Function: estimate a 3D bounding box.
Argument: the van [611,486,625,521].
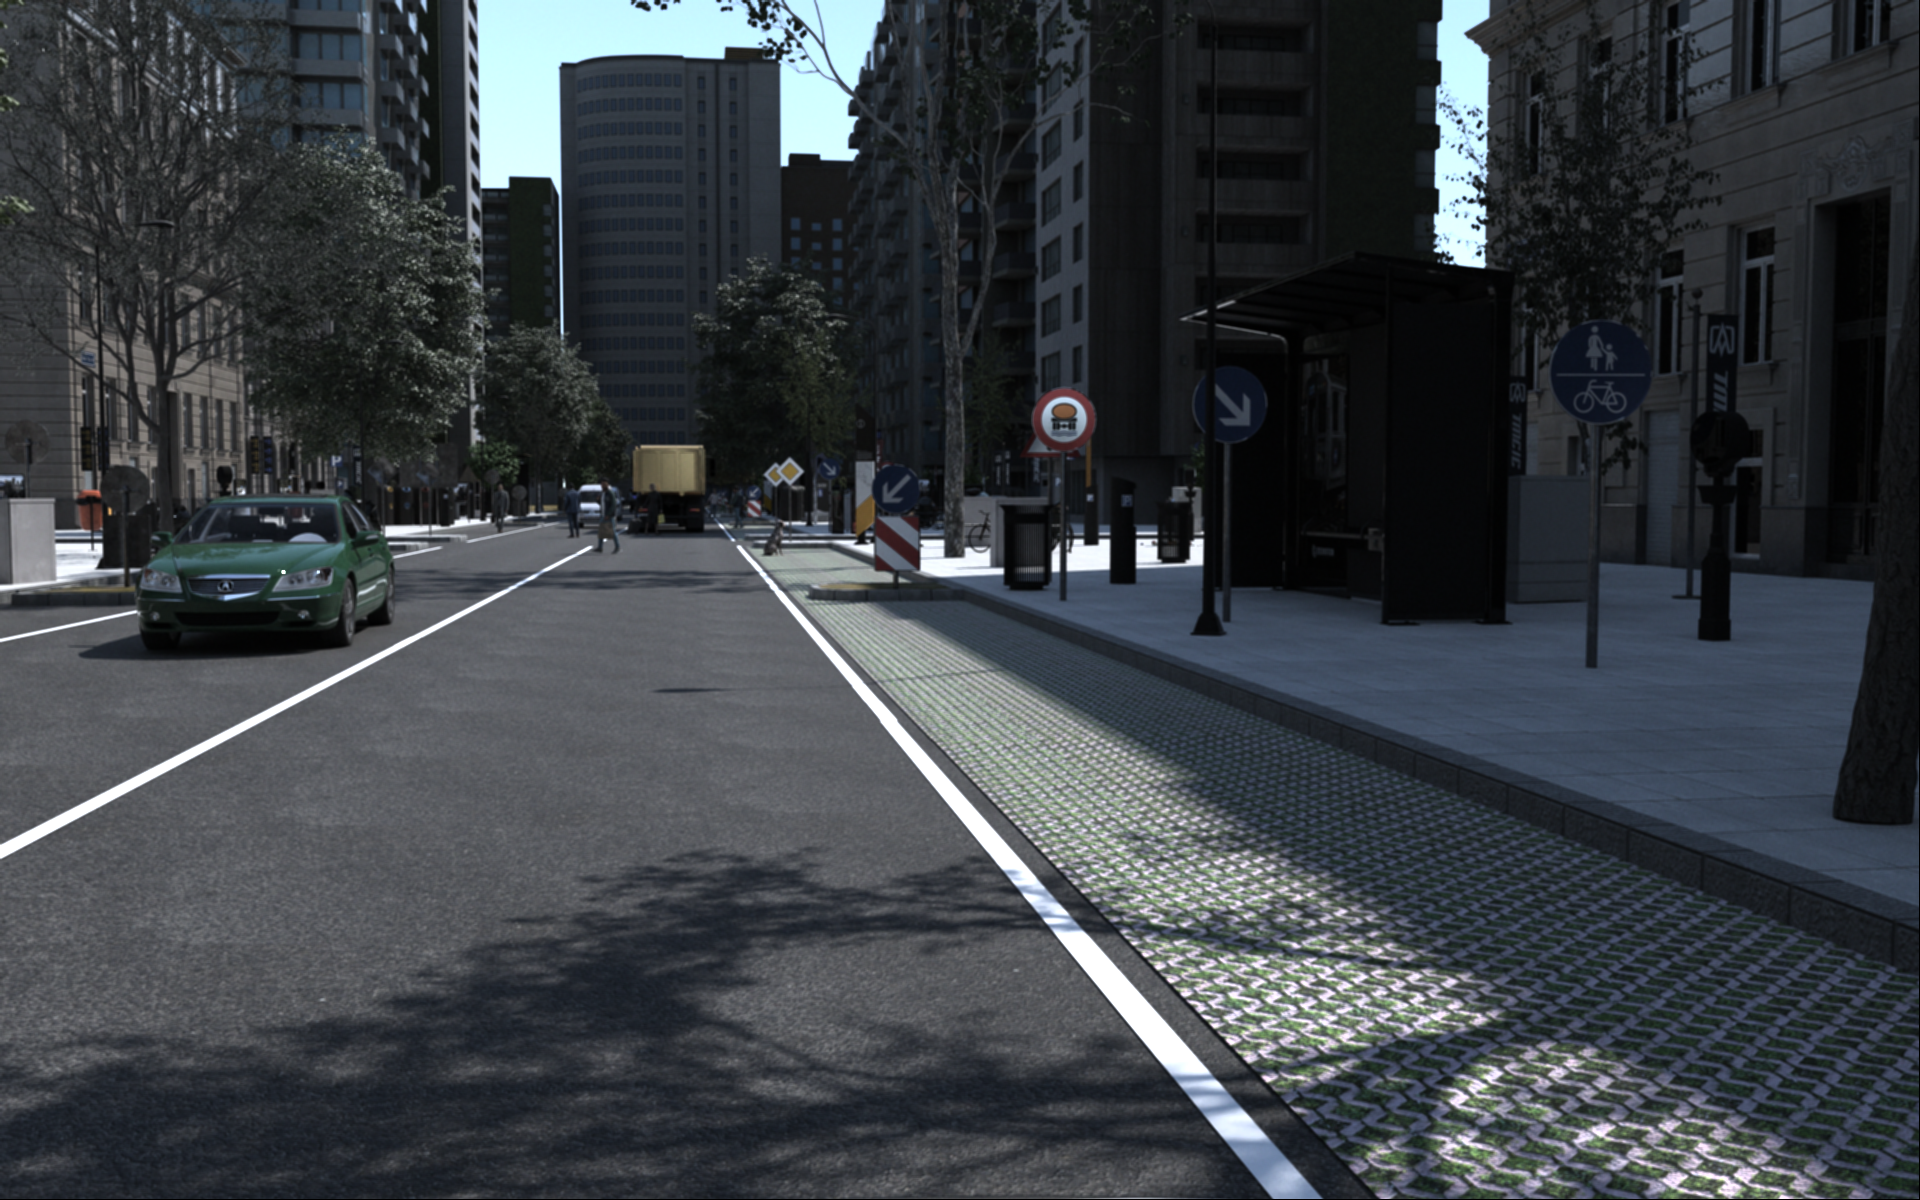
[{"bbox_3d":[-18.969,-5.245,92.767,2.013,2.044,4.112,-1,4,-10],"label":"van"}]

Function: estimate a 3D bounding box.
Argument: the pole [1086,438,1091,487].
[{"bbox_3d":[4.112,-3.769,55.471,0.158,3.312,0.155,0,3,0],"label":"pole"}]

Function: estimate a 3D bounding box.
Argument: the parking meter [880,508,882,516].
[{"bbox_3d":[-3.876,-4.873,88.090,0.372,1.533,0.369,0,3,0],"label":"parking meter"}]

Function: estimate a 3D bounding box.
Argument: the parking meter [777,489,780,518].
[{"bbox_3d":[-9.818,-5.250,94.246,0.372,1.533,0.369,0,3,0],"label":"parking meter"}]

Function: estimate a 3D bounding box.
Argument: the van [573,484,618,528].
[{"bbox_3d":[-15.589,-4.094,73.946,2.013,2.044,4.112,-1,4,-8],"label":"van"}]

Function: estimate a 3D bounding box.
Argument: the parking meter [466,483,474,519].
[{"bbox_3d":[-25.114,-5.080,88.766,0.399,1.863,0.255,-1,4,-18],"label":"parking meter"}]

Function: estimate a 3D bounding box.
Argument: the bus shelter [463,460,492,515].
[{"bbox_3d":[-29.764,-7.148,108.153,1.731,3.624,6.357,-1,4,-9],"label":"bus shelter"}]

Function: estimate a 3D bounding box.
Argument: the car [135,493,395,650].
[{"bbox_3d":[-6.907,-0.354,17.585,2.131,1.459,4.920,-1,4,-11],"label":"car"}]

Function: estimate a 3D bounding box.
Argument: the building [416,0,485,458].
[{"bbox_3d":[-63.609,-38.785,176.141,28.212,58.520,21.231,-1,4,-9],"label":"building"}]

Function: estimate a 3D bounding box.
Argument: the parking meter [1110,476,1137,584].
[{"bbox_3d":[2.337,-1.003,24.808,0.372,1.533,0.369,0,3,0],"label":"parking meter"}]

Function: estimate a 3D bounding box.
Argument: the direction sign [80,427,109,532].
[{"bbox_3d":[-29.162,-4.064,58.436,0.876,3.537,0.379,0,4,-6],"label":"direction sign"}]

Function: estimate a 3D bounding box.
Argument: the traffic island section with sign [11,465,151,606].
[{"bbox_3d":[-11.293,-0.891,23.189,1.989,1.847,2.006,-1,4,-9],"label":"traffic island section with sign"}]

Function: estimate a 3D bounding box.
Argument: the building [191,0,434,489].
[{"bbox_3d":[-54.828,-31.694,137.803,23.786,49.044,30.456,-1,4,-9],"label":"building"}]

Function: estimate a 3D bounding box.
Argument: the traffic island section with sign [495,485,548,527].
[{"bbox_3d":[-19.596,-4.192,77.171,1.989,1.847,2.006,-1,4,-9],"label":"traffic island section with sign"}]

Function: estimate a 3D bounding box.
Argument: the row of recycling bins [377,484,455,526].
[{"bbox_3d":[-22.596,-3.936,71.464,1.069,1.692,3.534,3,5,45],"label":"row of recycling bins"}]

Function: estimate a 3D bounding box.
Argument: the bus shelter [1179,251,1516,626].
[{"bbox_3d":[4.195,-1.754,19.964,1.731,3.624,6.357,-1,4,-9],"label":"bus shelter"}]

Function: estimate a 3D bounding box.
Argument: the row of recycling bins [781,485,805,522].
[{"bbox_3d":[-7.824,-4.605,82.407,1.069,1.692,3.534,0,4,4],"label":"row of recycling bins"}]

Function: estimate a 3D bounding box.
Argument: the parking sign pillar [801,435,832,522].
[{"bbox_3d":[-6.590,-5.573,79.595,1.447,3.967,1.447,2,4,32],"label":"parking sign pillar"}]

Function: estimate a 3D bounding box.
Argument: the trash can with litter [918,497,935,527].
[{"bbox_3d":[-1.371,-3.407,67.090,0.624,1.170,1.055,1,4,13],"label":"trash can with litter"}]

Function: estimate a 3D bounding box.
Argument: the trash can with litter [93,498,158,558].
[{"bbox_3d":[-16.296,-1.473,35.145,2.233,1.210,1.678,1,4,22],"label":"trash can with litter"}]

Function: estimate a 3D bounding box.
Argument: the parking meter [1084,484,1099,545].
[{"bbox_3d":[3.297,-2.142,43.441,0.372,1.533,0.369,0,3,0],"label":"parking meter"}]

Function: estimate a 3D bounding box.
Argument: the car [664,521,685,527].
[{"bbox_3d":[-12.970,-3.885,75.877,2.083,1.381,4.827,-1,4,-11],"label":"car"}]

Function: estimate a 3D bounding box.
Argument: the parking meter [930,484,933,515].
[{"bbox_3d":[-1.650,-5.546,96.383,0.255,1.863,0.399,0,4,-7],"label":"parking meter"}]

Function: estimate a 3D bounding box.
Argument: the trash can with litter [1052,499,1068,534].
[{"bbox_3d":[2.932,-2.705,55.619,1.055,1.170,0.624,0,4,1],"label":"trash can with litter"}]

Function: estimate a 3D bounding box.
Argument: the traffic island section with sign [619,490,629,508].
[{"bbox_3d":[-35.485,-10.509,180.444,1.989,1.847,2.006,-1,4,-9],"label":"traffic island section with sign"}]

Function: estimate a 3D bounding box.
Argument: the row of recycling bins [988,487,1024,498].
[{"bbox_3d":[2.661,-5.567,98.128,1.069,1.692,3.534,2,4,29],"label":"row of recycling bins"}]

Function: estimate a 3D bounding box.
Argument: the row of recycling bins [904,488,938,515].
[{"bbox_3d":[-2.925,-6.062,106.231,3.534,1.692,1.069,-2,4,-33],"label":"row of recycling bins"}]

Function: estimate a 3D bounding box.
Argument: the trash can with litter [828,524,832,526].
[{"bbox_3d":[-4.704,-3.684,71.295,1.678,1.210,2.233,3,5,42],"label":"trash can with litter"}]

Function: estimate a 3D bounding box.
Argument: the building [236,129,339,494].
[{"bbox_3d":[-43.398,-15.579,96.513,13.314,21.916,24.055,-1,4,-9],"label":"building"}]

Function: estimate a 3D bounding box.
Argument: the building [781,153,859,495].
[{"bbox_3d":[-16.894,-35.543,231.241,14.200,45.320,14.600,-1,4,-9],"label":"building"}]

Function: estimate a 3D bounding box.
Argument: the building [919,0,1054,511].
[{"bbox_3d":[9.660,-28.303,117.376,22.147,44.769,28.867,-1,4,-9],"label":"building"}]

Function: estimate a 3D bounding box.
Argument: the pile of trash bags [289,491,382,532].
[{"bbox_3d":[-21.217,-2.975,58.401,3.447,1.369,1.912,1,4,15],"label":"pile of trash bags"}]

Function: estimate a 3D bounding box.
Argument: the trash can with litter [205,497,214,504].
[{"bbox_3d":[-24.299,-2.789,56.980,1.055,1.170,0.624,0,4,2],"label":"trash can with litter"}]

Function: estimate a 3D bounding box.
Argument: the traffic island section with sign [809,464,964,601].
[{"bbox_3d":[-1.072,-0.936,23.928,1.989,1.847,2.006,-1,4,-9],"label":"traffic island section with sign"}]

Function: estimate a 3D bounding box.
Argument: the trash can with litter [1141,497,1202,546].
[{"bbox_3d":[5.376,-1.982,43.465,1.678,1.210,2.233,0,4,7],"label":"trash can with litter"}]

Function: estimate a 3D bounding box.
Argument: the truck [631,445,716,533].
[{"bbox_3d":[-11.270,-4.389,67.691,3.469,3.379,9.791,0,4,-8],"label":"truck"}]

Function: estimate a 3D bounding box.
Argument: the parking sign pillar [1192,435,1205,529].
[{"bbox_3d":[9.016,-4.616,63.946,1.447,3.967,1.447,2,4,33],"label":"parking sign pillar"}]

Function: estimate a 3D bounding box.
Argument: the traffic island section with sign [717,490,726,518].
[{"bbox_3d":[-13.597,-5.918,105.394,1.989,1.847,2.006,-1,4,-9],"label":"traffic island section with sign"}]

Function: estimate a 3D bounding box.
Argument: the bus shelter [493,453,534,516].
[{"bbox_3d":[-26.364,-6.814,102.691,1.731,3.624,6.357,-1,4,-9],"label":"bus shelter"}]

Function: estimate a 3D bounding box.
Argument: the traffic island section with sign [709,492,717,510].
[{"bbox_3d":[-21.304,-8.984,155.523,1.989,1.847,2.006,-1,4,-9],"label":"traffic island section with sign"}]

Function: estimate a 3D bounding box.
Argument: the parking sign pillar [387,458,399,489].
[{"bbox_3d":[-30.898,-6.496,94.683,1.447,3.967,1.447,-3,5,-40],"label":"parking sign pillar"}]

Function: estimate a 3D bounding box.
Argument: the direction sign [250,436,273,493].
[{"bbox_3d":[-27.240,-4.623,67.588,0.379,3.537,0.876,3,5,39],"label":"direction sign"}]

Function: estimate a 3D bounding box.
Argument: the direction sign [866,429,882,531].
[{"bbox_3d":[-3.158,-4.171,60.195,0.876,3.537,0.379,0,4,-8],"label":"direction sign"}]

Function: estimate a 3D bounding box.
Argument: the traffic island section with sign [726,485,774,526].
[{"bbox_3d":[-9.498,-4.289,78.752,1.989,1.847,2.006,-1,4,-9],"label":"traffic island section with sign"}]

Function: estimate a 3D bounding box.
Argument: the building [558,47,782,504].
[{"bbox_3d":[-38.327,-42.122,230.696,28.212,58.520,21.231,-1,4,-9],"label":"building"}]

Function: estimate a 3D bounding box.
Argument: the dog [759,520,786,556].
[{"bbox_3d":[-4.437,-1.429,40.202,0.800,0.831,0.513,-1,4,-8],"label":"dog"}]

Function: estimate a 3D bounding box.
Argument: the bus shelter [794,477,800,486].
[{"bbox_3d":[-11.715,-7.819,121.764,2.014,3.302,5.546,-1,4,-9],"label":"bus shelter"}]

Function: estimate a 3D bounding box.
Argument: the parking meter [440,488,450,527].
[{"bbox_3d":[-20.316,-3.663,68.305,0.372,1.533,0.369,0,3,0],"label":"parking meter"}]

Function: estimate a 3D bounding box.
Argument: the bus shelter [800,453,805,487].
[{"bbox_3d":[-8.656,-6.733,101.366,1.731,3.624,6.357,-1,4,-9],"label":"bus shelter"}]

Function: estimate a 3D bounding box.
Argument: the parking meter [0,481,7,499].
[{"bbox_3d":[-18.023,-1.466,32.380,0.372,1.533,0.369,0,3,0],"label":"parking meter"}]

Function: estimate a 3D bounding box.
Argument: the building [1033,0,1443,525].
[{"bbox_3d":[11.377,-18.563,75.200,14.107,30.474,14.160,-1,4,-9],"label":"building"}]

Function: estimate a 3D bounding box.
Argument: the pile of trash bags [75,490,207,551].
[{"bbox_3d":[-18.523,-1.854,40.058,3.447,1.369,1.912,-2,4,-29],"label":"pile of trash bags"}]

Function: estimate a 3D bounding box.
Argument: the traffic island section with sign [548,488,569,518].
[{"bbox_3d":[-23.695,-5.822,103.814,1.989,1.847,2.006,-1,4,-9],"label":"traffic island section with sign"}]

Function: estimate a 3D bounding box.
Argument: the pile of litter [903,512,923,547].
[{"bbox_3d":[-1.485,-1.739,42.403,1.176,0.858,1.719,0,4,-2],"label":"pile of litter"}]

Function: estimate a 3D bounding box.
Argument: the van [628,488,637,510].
[{"bbox_3d":[-28.251,-9.129,153.638,2.240,2.365,5.245,-1,4,-9],"label":"van"}]

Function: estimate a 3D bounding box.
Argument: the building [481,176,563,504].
[{"bbox_3d":[-59.257,-33.104,224.837,14.086,41.232,14.154,-1,4,-9],"label":"building"}]

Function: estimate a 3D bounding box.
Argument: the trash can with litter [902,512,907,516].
[{"bbox_3d":[-3.219,-5.020,93.140,1.678,1.210,2.233,1,4,23],"label":"trash can with litter"}]

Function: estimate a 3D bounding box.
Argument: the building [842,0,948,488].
[{"bbox_3d":[0.109,-34.343,181.108,23.786,49.044,30.456,-1,4,-9],"label":"building"}]

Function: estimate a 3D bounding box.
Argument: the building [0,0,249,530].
[{"bbox_3d":[-39.035,-16.815,72.194,12.463,27.353,25.104,-1,4,-9],"label":"building"}]

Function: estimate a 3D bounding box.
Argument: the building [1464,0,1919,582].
[{"bbox_3d":[18.623,-13.973,25.719,12.463,27.353,25.104,-1,4,-9],"label":"building"}]
